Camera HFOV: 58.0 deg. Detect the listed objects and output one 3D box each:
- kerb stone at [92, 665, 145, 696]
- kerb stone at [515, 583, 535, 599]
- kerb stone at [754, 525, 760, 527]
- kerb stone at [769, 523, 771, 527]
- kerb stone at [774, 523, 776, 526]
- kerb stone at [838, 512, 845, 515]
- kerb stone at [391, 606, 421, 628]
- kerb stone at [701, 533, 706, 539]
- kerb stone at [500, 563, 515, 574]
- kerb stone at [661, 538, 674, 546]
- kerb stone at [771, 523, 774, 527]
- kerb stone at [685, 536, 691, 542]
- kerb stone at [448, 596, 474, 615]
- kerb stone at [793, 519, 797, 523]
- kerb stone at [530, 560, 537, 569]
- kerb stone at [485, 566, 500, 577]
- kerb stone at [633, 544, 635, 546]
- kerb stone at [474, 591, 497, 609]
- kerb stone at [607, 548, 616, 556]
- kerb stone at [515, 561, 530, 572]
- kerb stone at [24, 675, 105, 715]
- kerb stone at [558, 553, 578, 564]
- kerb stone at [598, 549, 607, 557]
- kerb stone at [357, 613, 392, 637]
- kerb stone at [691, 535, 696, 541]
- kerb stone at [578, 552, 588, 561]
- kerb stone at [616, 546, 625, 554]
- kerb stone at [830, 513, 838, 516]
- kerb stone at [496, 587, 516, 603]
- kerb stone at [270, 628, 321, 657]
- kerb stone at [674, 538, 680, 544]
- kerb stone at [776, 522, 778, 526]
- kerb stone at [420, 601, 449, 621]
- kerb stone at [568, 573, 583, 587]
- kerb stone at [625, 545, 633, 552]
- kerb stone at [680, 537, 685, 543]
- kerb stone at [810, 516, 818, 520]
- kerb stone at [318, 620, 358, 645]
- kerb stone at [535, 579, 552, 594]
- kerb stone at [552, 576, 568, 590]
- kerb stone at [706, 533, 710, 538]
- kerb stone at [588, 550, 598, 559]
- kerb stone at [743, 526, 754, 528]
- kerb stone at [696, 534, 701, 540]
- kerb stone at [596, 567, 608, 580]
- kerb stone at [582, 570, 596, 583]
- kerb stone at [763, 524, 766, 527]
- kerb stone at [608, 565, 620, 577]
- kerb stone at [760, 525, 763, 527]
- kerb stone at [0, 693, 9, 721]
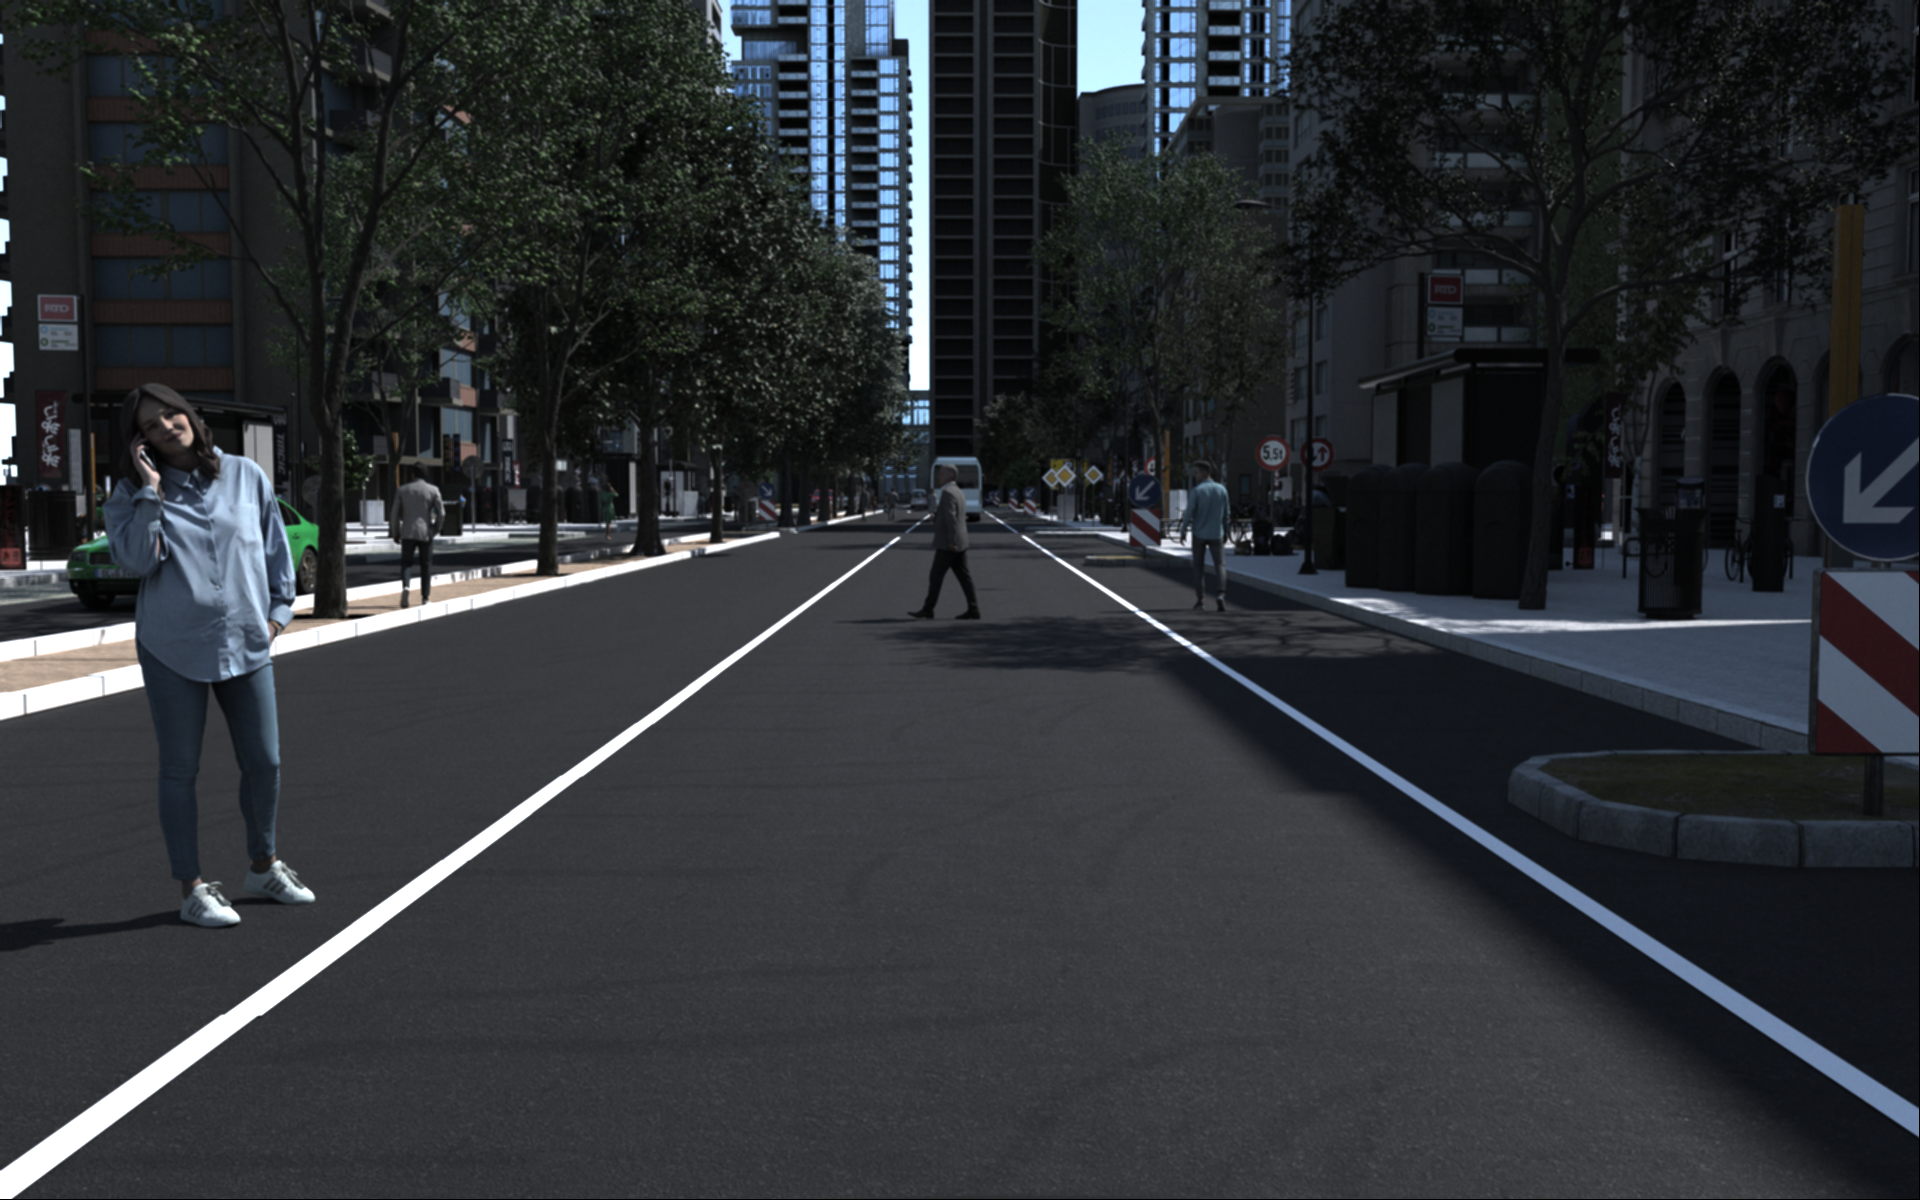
[{"bbox_3d":[-6.111,0.578,12.743,0.120,0.150,1.000,0,3,0],"label":"kerb stone"},{"bbox_3d":[-6.116,-0.112,24.029,0.120,0.150,1.000,0,3,0],"label":"kerb stone"},{"bbox_3d":[-8.251,-2.902,69.648,0.120,0.150,1.000,0,3,0],"label":"kerb stone"},{"bbox_3d":[-8.263,-3.153,73.745,0.120,0.150,1.000,0,3,0],"label":"kerb stone"},{"bbox_3d":[-8.266,-3.278,75.796,0.120,0.150,1.000,0,3,0],"label":"kerb stone"},{"bbox_3d":[-8.304,-6.036,120.883,0.120,0.150,1.000,0,3,0],"label":"kerb stone"},{"bbox_3d":[-6.122,0.206,18.902,0.120,0.150,1.000,0,3,0],"label":"kerb stone"},{"bbox_3d":[-8.251,-1.986,54.728,0.120,0.150,1.000,0,3,0],"label":"kerb stone"},{"bbox_3d":[-8.228,-0.540,31.137,0.120,0.150,1.000,0,3,0],"label":"kerb stone"},{"bbox_3d":[-8.240,-1.613,48.563,0.120,0.150,1.000,0,3,0],"label":"kerb stone"},{"bbox_3d":[-8.254,-3.215,74.774,0.120,0.150,1.000,0,3,0],"label":"kerb stone"},{"bbox_3d":[-8.245,-1.796,51.639,0.120,0.150,1.000,0,3,0],"label":"kerb stone"},{"bbox_3d":[-6.114,0.076,20.949,0.120,0.150,1.000,0,3,0],"label":"kerb stone"},{"bbox_3d":[-8.272,-4.031,88.100,0.120,0.150,1.000,0,3,0],"label":"kerb stone"},{"bbox_3d":[-8.232,-0.673,33.193,0.120,0.150,1.000,0,3,0],"label":"kerb stone"},{"bbox_3d":[-8.230,-0.481,30.099,0.120,0.150,1.000,0,3,0],"label":"kerb stone"},{"bbox_3d":[-8.230,-1.299,43.436,0.120,0.150,1.000,0,3,0],"label":"kerb stone"},{"bbox_3d":[-6.109,0.019,21.984,0.120,0.150,1.000,0,3,0],"label":"kerb stone"},{"bbox_3d":[-8.235,-1.112,40.369,0.120,0.150,1.000,0,3,0],"label":"kerb stone"},{"bbox_3d":[-8.225,-0.609,32.159,0.120,0.150,1.000,0,3,0],"label":"kerb stone"},{"bbox_3d":[-6.110,0.651,11.722,0.120,0.150,1.000,0,3,0],"label":"kerb stone"},{"bbox_3d":[-8.230,-0.854,36.276,0.120,0.150,1.000,0,3,0],"label":"kerb stone"},{"bbox_3d":[-8.235,-1.049,39.346,0.120,0.150,1.000,0,3,0],"label":"kerb stone"},{"bbox_3d":[-6.110,0.264,17.871,0.120,0.150,1.000,0,3,0],"label":"kerb stone"},{"bbox_3d":[-8.245,-1.864,52.674,0.120,0.150,1.000,0,3,0],"label":"kerb stone"},{"bbox_3d":[-8.226,-0.924,37.302,0.120,0.150,1.000,0,3,0],"label":"kerb stone"},{"bbox_3d":[-8.235,-1.170,41.391,0.120,0.150,1.000,0,3,0],"label":"kerb stone"},{"bbox_3d":[-8.290,-5.598,113.715,0.120,0.150,1.000,0,3,0],"label":"kerb stone"},{"bbox_3d":[-6.118,-0.049,23.007,0.120,0.150,1.000,0,3,0],"label":"kerb stone"},{"bbox_3d":[-6.110,0.396,15.821,0.120,0.150,1.000,0,3,0],"label":"kerb stone"},{"bbox_3d":[-8.242,-1.675,49.591,0.120,0.150,1.000,0,3,0],"label":"kerb stone"},{"bbox_3d":[-8.256,-3.341,76.818,0.120,0.150,1.000,0,3,0],"label":"kerb stone"},{"bbox_3d":[-6.118,0.139,19.923,0.120,0.150,1.000,0,3,0],"label":"kerb stone"},{"bbox_3d":[-6.115,-0.300,27.097,0.120,0.150,1.000,0,3,0],"label":"kerb stone"},{"bbox_3d":[-8.235,-1.237,42.413,0.120,0.150,1.000,0,3,0],"label":"kerb stone"},{"bbox_3d":[-8.246,-1.738,50.613,0.120,0.150,1.000,0,3,0],"label":"kerb stone"},{"bbox_3d":[-8.279,-4.657,98.343,0.120,0.150,1.000,0,3,0],"label":"kerb stone"},{"bbox_3d":[-6.113,0.327,16.848,0.120,0.150,1.000,0,3,0],"label":"kerb stone"},{"bbox_3d":[-6.118,-0.173,25.054,0.120,0.150,1.000,0,3,0],"label":"kerb stone"},{"bbox_3d":[-6.120,-0.237,26.076,0.120,0.150,1.000,0,3,0],"label":"kerb stone"},{"bbox_3d":[-8.252,-2.053,55.763,0.120,0.150,1.000,0,3,0],"label":"kerb stone"},{"bbox_3d":[-8.233,-0.983,38.324,0.120,0.150,1.000,0,3,0],"label":"kerb stone"},{"bbox_3d":[-8.253,-2.777,67.598,0.120,0.150,1.000,0,3,0],"label":"kerb stone"},{"bbox_3d":[-8.244,-1.927,53.698,0.120,0.150,1.000,0,3,0],"label":"kerb stone"},{"bbox_3d":[-6.127,-0.422,29.153,0.120,0.150,1.000,0,3,0],"label":"kerb stone"},{"bbox_3d":[-6.119,-0.363,28.131,0.120,0.150,1.000,0,3,0],"label":"kerb stone"},{"bbox_3d":[-8.262,-3.025,71.701,0.120,0.150,1.000,0,3,0],"label":"kerb stone"},{"bbox_3d":[-6.125,-0.486,30.179,0.120,0.150,1.000,0,3,0],"label":"kerb stone"},{"bbox_3d":[-8.261,-2.965,70.670,0.120,0.150,1.000,0,3,0],"label":"kerb stone"},{"bbox_3d":[-6.106,0.704,10.684,0.120,0.150,1.000,0,3,0],"label":"kerb stone"}]
